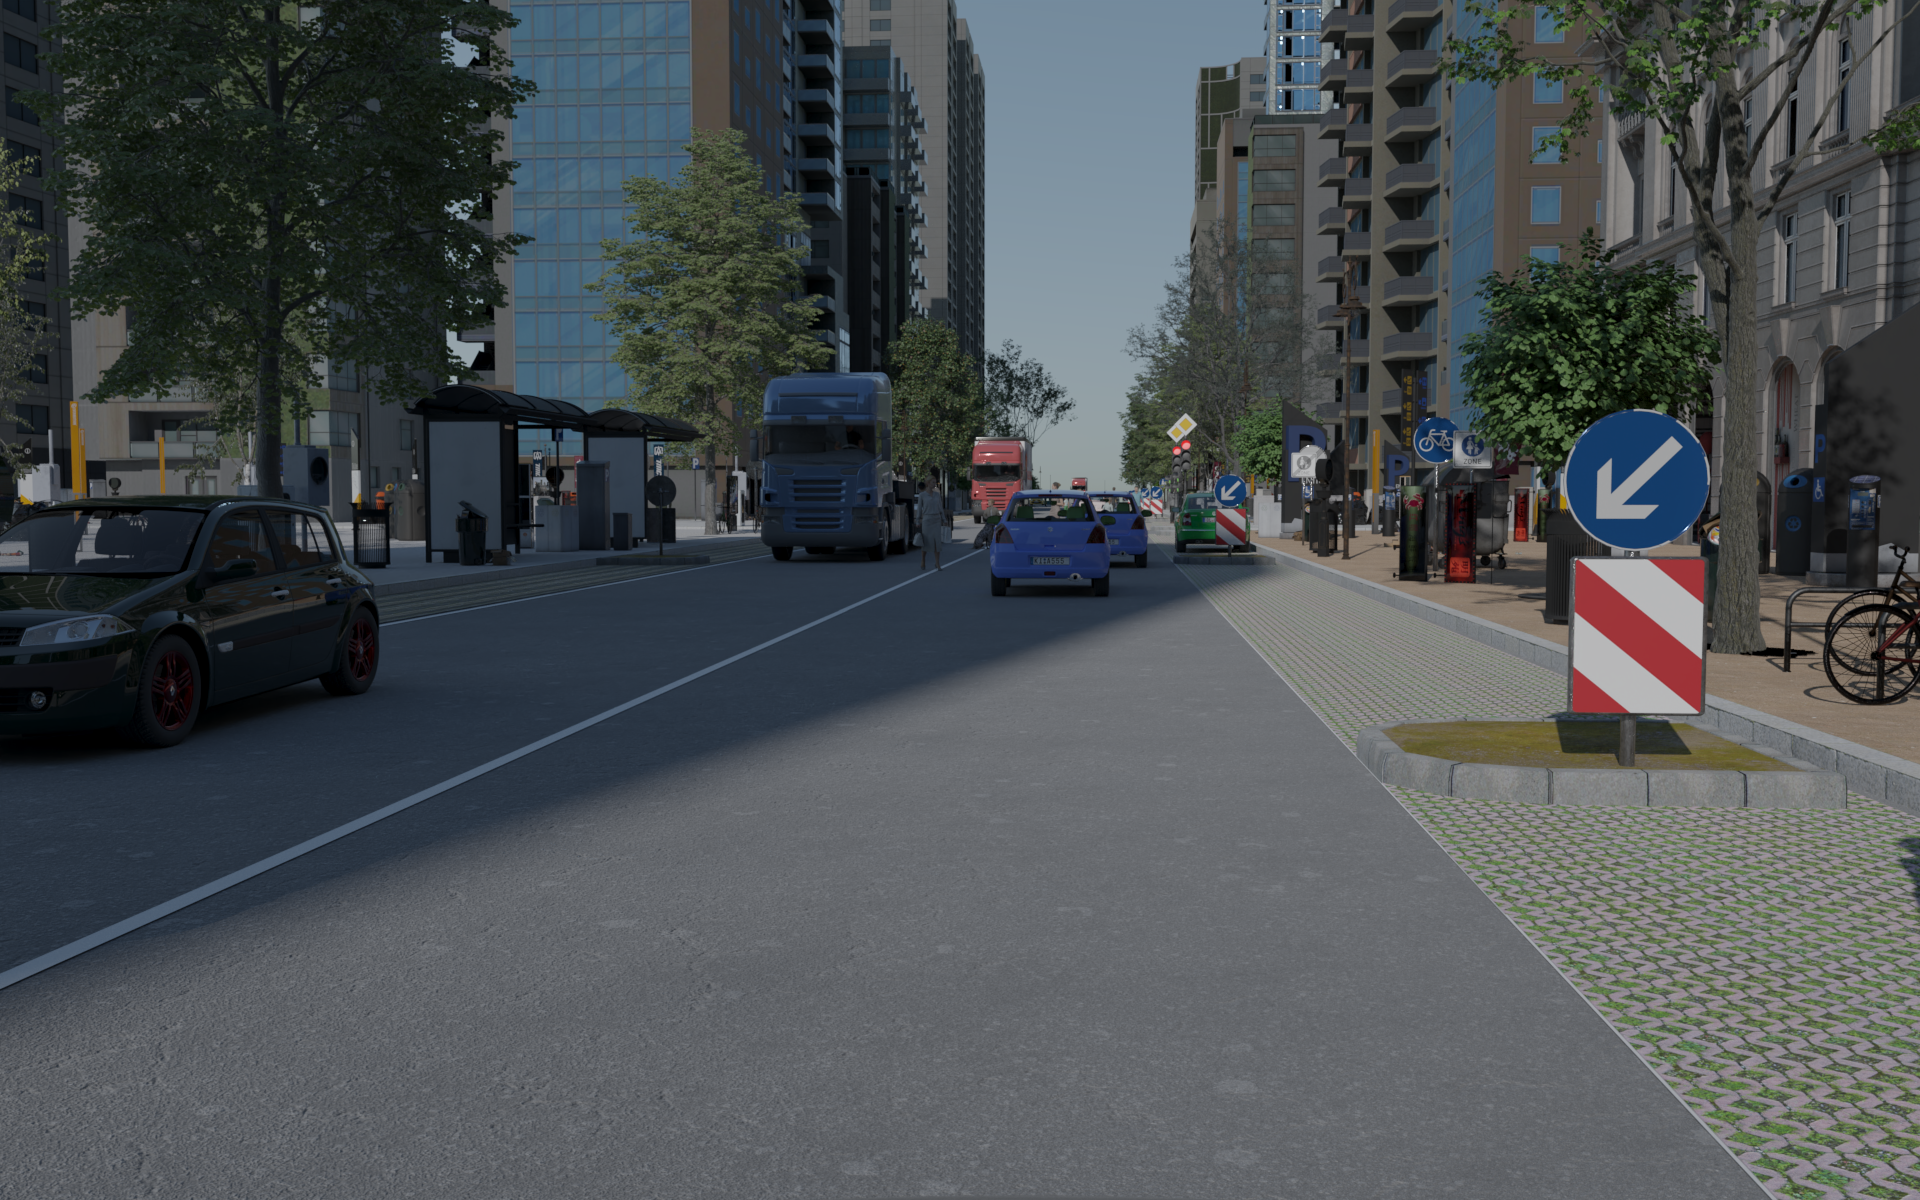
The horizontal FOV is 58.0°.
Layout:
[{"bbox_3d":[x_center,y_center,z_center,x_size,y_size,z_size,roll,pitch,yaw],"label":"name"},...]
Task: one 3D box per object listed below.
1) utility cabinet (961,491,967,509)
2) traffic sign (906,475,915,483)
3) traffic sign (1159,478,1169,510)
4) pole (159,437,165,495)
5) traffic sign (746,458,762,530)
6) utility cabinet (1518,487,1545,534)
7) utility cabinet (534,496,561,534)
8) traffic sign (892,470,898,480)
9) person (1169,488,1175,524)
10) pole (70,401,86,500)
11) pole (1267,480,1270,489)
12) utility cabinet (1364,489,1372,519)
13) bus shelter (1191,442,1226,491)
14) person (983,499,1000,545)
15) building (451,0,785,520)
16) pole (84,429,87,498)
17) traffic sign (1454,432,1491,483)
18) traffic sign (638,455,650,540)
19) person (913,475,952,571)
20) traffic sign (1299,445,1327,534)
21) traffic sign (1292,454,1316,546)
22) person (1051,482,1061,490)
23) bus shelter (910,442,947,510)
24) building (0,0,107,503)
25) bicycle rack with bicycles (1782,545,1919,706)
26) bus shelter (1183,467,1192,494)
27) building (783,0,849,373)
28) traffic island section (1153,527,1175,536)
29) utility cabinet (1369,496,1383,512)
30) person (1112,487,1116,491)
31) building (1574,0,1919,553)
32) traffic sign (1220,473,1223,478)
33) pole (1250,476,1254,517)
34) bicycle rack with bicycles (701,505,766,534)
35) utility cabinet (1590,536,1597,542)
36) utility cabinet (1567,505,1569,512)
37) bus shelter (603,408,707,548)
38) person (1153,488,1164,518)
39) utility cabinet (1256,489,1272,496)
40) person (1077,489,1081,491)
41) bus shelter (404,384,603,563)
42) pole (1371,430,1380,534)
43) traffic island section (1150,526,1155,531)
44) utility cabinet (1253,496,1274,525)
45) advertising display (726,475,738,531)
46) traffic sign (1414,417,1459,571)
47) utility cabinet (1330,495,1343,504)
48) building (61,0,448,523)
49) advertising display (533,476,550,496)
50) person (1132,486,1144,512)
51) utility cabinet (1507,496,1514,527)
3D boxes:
[{"bbox_3d":[0.335,-8.254,143.637,0.318,1.500,1.173,-1,4,-13],"label":"utility cabinet"},{"bbox_3d":[-3.427,-7.095,116.105,0.768,2.556,0.104,1,4,14],"label":"traffic sign"},{"bbox_3d":[16.382,-8.497,139.034,0.768,2.556,0.104,1,4,12],"label":"traffic sign"},{"bbox_3d":[-28.742,-4.195,62.438,0.158,3.312,0.155,0,3,0],"label":"pole"},{"bbox_3d":[-7.138,-3.700,60.606,0.768,2.556,0.104,1,4,11],"label":"traffic sign"},{"bbox_3d":[18.178,-2.830,54.956,1.173,1.500,0.318,-1,4,-18],"label":"utility cabinet"},{"bbox_3d":[-13.468,-2.766,56.390,0.306,1.237,1.020,2,4,30],"label":"utility cabinet"},{"bbox_3d":[-3.644,-5.713,93.409,0.884,2.594,0.081,1,4,10],"label":"traffic sign"},{"bbox_3d":[10.303,-4.583,83.617,0.473,1.802,0.592,1,4,10],"label":"person"},{"bbox_3d":[-19.521,-2.717,38.268,0.158,3.312,0.155,0,3,0],"label":"pole"},{"bbox_3d":[21.432,-7.743,120.441,0.158,3.312,0.155,0,3,0],"label":"pole"},{"bbox_3d":[18.774,-4.344,79.711,0.318,1.500,1.173,1,4,8],"label":"utility cabinet"},{"bbox_3d":[16.232,-8.357,114.268,2.179,5.291,8.768,0,4,5],"label":"bus shelter"},{"bbox_3d":[0.896,-2.199,48.725,0.475,1.303,0.640,0,4,-7],"label":"person"},{"bbox_3d":[-17.549,-27.045,92.298,14.600,45.320,14.200,0,4,5],"label":"building"},{"bbox_3d":[-27.303,-3.673,53.903,0.158,3.312,0.155,0,3,0],"label":"pole"},{"bbox_3d":[8.241,-1.577,27.909,0.606,2.300,0.079,0,4,6],"label":"traffic sign"},{"bbox_3d":[-8.993,-2.943,48.219,0.768,2.556,0.104,0,4,7],"label":"traffic sign"},{"bbox_3d":[-0.526,-1.451,32.582,0.694,1.780,0.624,-1,4,-9],"label":"person"},{"bbox_3d":[9.186,-2.763,45.275,0.768,2.556,0.104,1,4,11],"label":"traffic sign"},{"bbox_3d":[8.551,-2.506,43.096,0.606,2.300,0.079,1,4,14],"label":"traffic sign"},{"bbox_3d":[2.703,-2.528,50.172,0.374,1.781,0.599,-3,4,-36],"label":"person"},{"bbox_3d":[-2.135,-8.827,121.952,2.179,5.291,8.768,0,4,5],"label":"bus shelter"},{"bbox_3d":[-59.064,-39.806,89.082,20.611,71.187,20.563,0,4,5],"label":"building"},{"bbox_3d":[6.843,0.127,11.311,2.925,0.926,2.852,1,4,9],"label":"bicycle rack with bicycles"},{"bbox_3d":[16.351,-8.000,122.082,1.731,3.624,6.357,0,4,5],"label":"bus shelter"},{"bbox_3d":[-19.300,-49.491,121.845,22.319,86.520,31.000,0,4,5],"label":"building"},{"bbox_3d":[7.849,-2.325,60.295,2.009,0.180,2.903,0,4,5],"label":"traffic island section"},{"bbox_3d":[18.066,-3.871,74.452,1.020,1.237,0.306,-2,4,-29],"label":"utility cabinet"},{"bbox_3d":[9.100,-5.795,103.028,0.659,1.850,0.755,2,4,33],"label":"person"},{"bbox_3d":[23.563,-12.032,38.516,13.314,21.916,24.055,0,4,5],"label":"building"},{"bbox_3d":[14.146,-5.826,95.361,0.768,2.556,0.104,1,4,9],"label":"traffic sign"},{"bbox_3d":[16.456,-6.341,97.514,0.158,3.312,0.155,0,3,0],"label":"pole"},{"bbox_3d":[-7.205,-2.632,56.414,2.852,0.926,2.925,0,4,0],"label":"bicycle rack with bicycles"},{"bbox_3d":[17.074,-2.180,46.804,0.306,1.237,1.020,3,5,42],"label":"utility cabinet"},{"bbox_3d":[19.554,-2.642,54.351,0.306,1.237,1.020,-3,4,-37],"label":"utility cabinet"},{"bbox_3d":[-8.003,-3.043,43.685,2.014,3.302,5.546,0,4,5],"label":"bus shelter"},{"bbox_3d":[11.092,-5.380,96.639,0.728,1.800,0.709,-1,4,-18],"label":"person"},{"bbox_3d":[12.951,-3.980,73.750,0.318,1.500,1.173,2,4,28],"label":"utility cabinet"},{"bbox_3d":[9.293,-7.743,135.075,0.580,1.828,0.573,3,5,42],"label":"person"},{"bbox_3d":[-8.998,-2.489,34.614,2.014,3.302,5.546,0,4,5],"label":"bus shelter"},{"bbox_3d":[13.198,-3.740,54.987,0.158,3.312,0.155,0,3,0],"label":"pole"},{"bbox_3d":[8.533,-2.812,68.251,2.009,0.180,2.903,0,4,5],"label":"traffic island section"},{"bbox_3d":[12.615,-3.679,71.317,1.020,1.237,0.306,1,4,15],"label":"utility cabinet"},{"bbox_3d":[-7.892,-3.357,60.102,0.123,1.923,0.974,1,4,10],"label":"advertising display"},{"bbox_3d":[7.903,-1.750,28.725,0.768,2.556,0.104,1,4,11],"label":"traffic sign"},{"bbox_3d":[17.910,-4.421,83.439,1.020,1.237,0.306,-1,4,-15],"label":"utility cabinet"},{"bbox_3d":[-34.182,-24.459,83.493,14.086,41.232,14.154,0,4,5],"label":"building"},{"bbox_3d":[-14.968,-3.441,61.471,0.123,1.923,0.974,3,4,38],"label":"advertising display"},{"bbox_3d":[8.659,-4.647,84.499,0.660,1.820,0.620,0,4,3],"label":"person"},{"bbox_3d":[21.339,-3.475,67.979,0.306,1.237,1.020,-1,4,-17],"label":"utility cabinet"}]
